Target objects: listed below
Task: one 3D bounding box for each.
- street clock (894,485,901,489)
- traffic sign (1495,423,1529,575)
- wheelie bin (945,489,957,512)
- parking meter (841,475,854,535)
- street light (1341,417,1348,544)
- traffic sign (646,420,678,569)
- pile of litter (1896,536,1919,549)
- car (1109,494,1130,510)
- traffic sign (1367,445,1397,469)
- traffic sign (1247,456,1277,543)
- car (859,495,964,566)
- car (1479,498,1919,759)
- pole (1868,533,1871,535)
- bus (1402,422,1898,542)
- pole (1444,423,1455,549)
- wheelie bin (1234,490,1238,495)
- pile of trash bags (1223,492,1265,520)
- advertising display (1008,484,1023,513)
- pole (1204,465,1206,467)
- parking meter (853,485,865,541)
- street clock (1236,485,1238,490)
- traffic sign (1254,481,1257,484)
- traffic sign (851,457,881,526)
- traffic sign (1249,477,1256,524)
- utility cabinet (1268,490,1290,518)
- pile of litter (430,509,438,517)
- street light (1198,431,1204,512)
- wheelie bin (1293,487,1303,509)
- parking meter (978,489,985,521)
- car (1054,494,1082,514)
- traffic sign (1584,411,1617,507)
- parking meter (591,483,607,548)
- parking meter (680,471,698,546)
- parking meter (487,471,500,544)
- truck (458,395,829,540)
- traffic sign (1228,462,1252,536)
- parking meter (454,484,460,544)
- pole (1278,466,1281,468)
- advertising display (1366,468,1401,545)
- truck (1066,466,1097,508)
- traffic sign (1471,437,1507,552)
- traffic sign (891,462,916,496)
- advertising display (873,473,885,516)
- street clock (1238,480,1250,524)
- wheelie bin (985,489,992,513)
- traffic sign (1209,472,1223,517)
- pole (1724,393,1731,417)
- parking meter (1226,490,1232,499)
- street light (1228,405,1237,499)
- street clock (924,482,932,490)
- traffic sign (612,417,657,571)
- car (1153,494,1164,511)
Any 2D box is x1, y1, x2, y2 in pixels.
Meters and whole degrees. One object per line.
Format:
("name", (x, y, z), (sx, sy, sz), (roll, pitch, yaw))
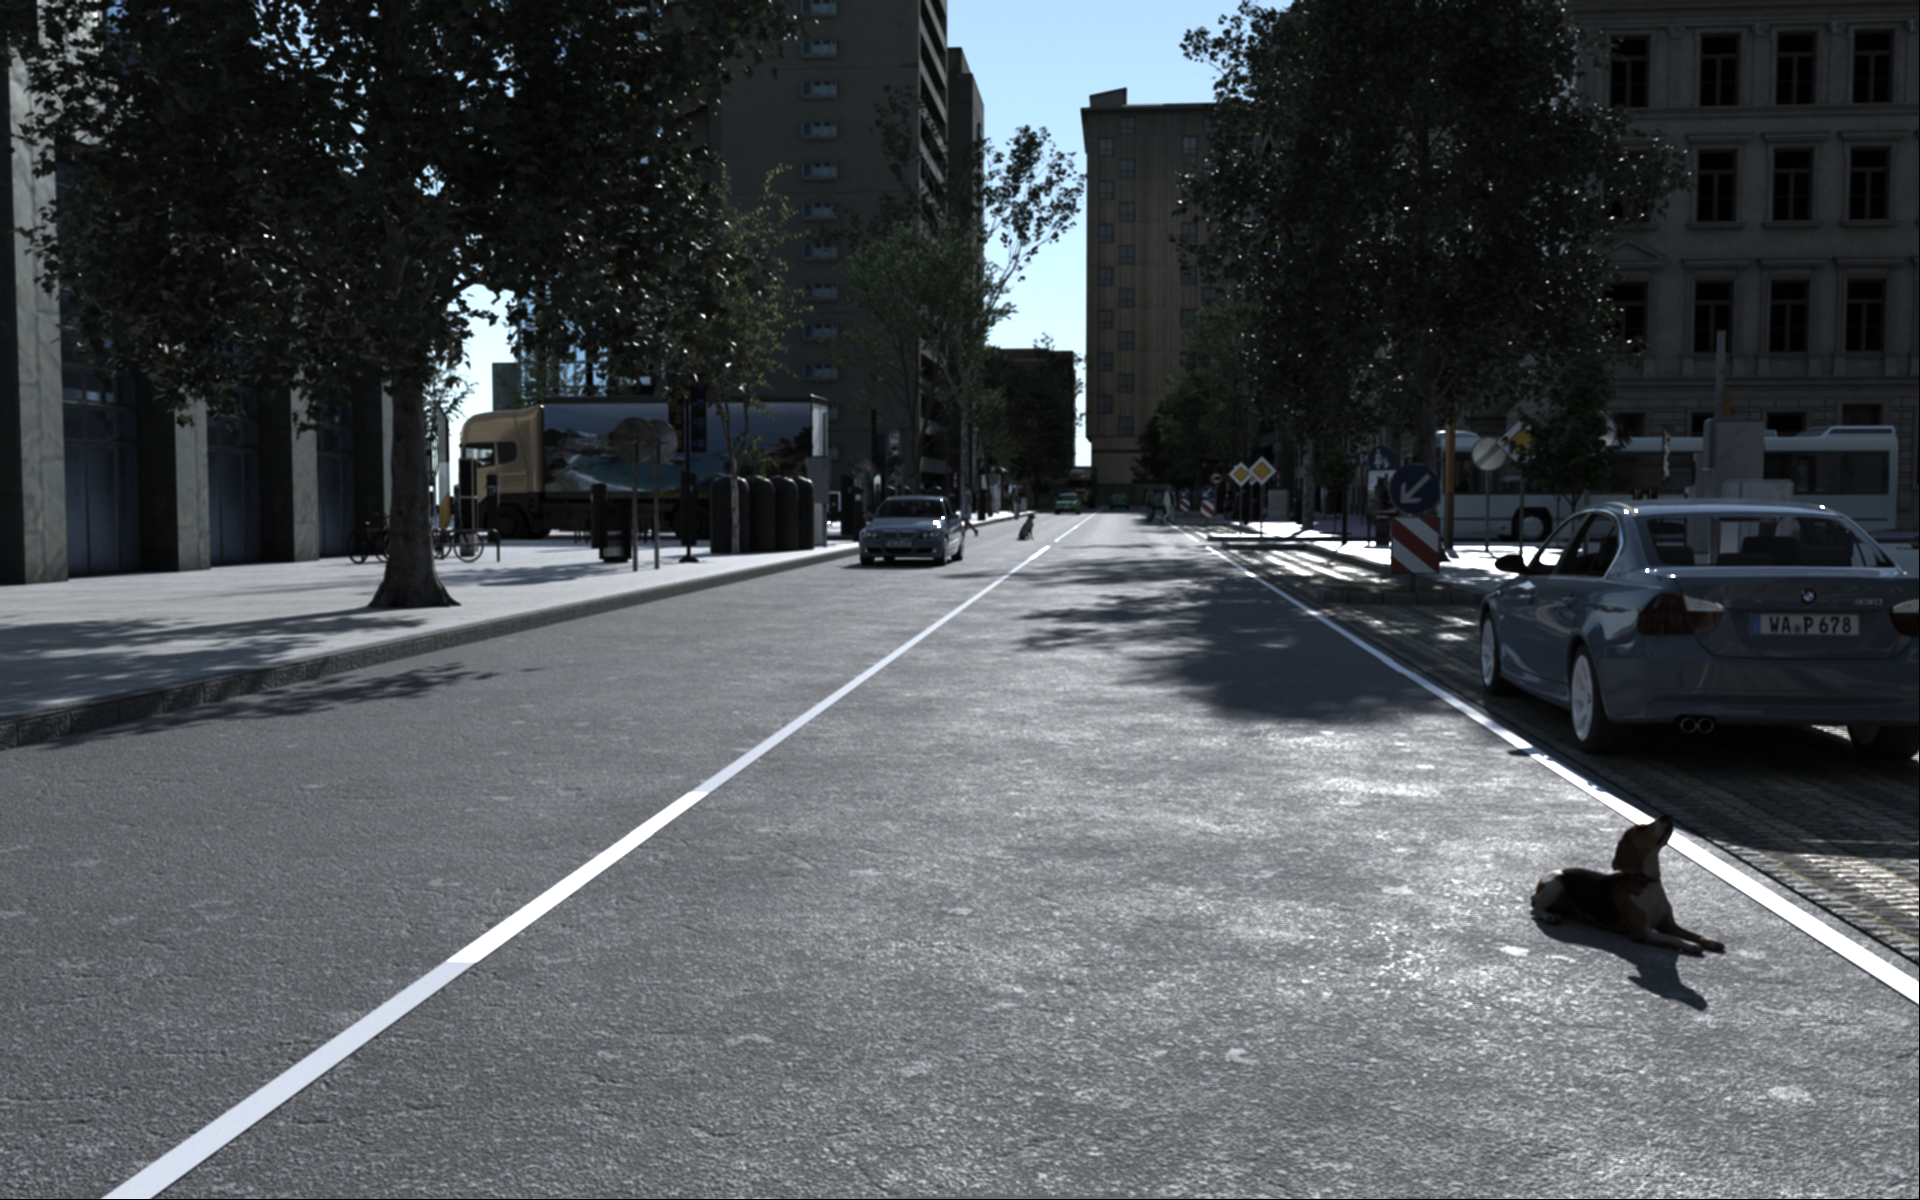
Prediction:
("street clock", (-3.683, -5.961, 102.032), (0.358, 2.002, 0.471), (2, 4, 32))
("traffic sign", (8.273, -1.487, 25.504), (0.795, 2.450, 0.064), (0, 4, 6))
("wheelie bin", (-0.633, -6.724, 117.853), (0.693, 1.594, 0.980), (-3, 5, -39))
("parking meter", (-3.489, -2.940, 53.774), (0.255, 1.863, 0.399), (3, 5, 44))
("street light", (9.864, -4.372, 44.268), (0.468, 5.910, 1.993), (0, 4, 5))
("traffic sign", (-5.198, -1.806, 29.636), (0.768, 2.556, 0.104), (1, 4, 10))
("pile of litter", (22.742, -1.615, 40.377), (1.719, 0.858, 1.176), (1, 4, 23))
("car", (14.866, -9.321, 161.198), (1.959, 1.807, 4.718), (0, 4, 5))
("traffic sign", (11.012, -2.764, 45.293), (0.768, 2.556, 0.104), (1, 4, 8))
("traffic sign", (7.884, -2.547, 45.294), (0.795, 2.450, 0.064), (0, 4, 5))
("car", (-0.950, -1.484, 36.269), (2.014, 1.417, 4.499), (0, 4, 7))
("car", (4.427, 0.080, 10.699), (2.014, 1.417, 4.499), (0, 4, 6))
("pole", (27.933, -3.634, 53.257), (0.158, 3.312, 0.155), (0, 3, 0))
("bus", (18.487, -3.250, 48.001), (13.247, 3.499, 2.948), (0, 4, 6))
("pole", (11.374, -2.837, 40.225), (0.158, 3.312, 0.155), (0, 3, 0))
("wheelie bin", (20.115, -7.161, 124.985), (0.693, 1.594, 0.980), (-2, 4, -27))
("pile of trash bags", (14.221, -4.745, 87.329), (1.912, 1.369, 3.447), (0, 4, 2))
("advertising display", (4.243, -7.598, 129.433), (0.974, 1.923, 0.123), (-2, 4, -28))
("pole", (17.405, -7.904, 123.078), (0.158, 3.312, 0.155), (0, 3, 0))
("parking meter", (-2.723, -2.365, 47.076), (0.372, 1.533, 0.369), (0, 3, 0))
("street clock", (16.880, -6.112, 104.497), (0.358, 2.002, 0.471), (3, 4, 37))
("traffic sign", (13.214, -4.729, 78.498), (0.795, 2.450, 0.064), (1, 4, 12))
("traffic sign", (-2.513, -2.608, 46.286), (0.795, 2.450, 0.064), (0, 4, 5))
("traffic sign", (12.639, -4.518, 75.056), (0.795, 2.450, 0.064), (1, 4, 14))
("utility cabinet", (16.581, -4.981, 90.111), (1.173, 1.500, 0.318), (3, 5, 44))
("pile of litter", (-30.671, -5.204, 99.043), (1.719, 0.858, 1.176), (0, 4, -1))
("street light", (17.639, -9.453, 127.344), (0.468, 5.910, 1.993), (0, 4, 5))
("wheelie bin", (16.395, -4.594, 83.026), (0.693, 1.594, 0.980), (-1, 4, -18))
("parking meter", (1.044, -4.604, 83.692), (0.372, 1.533, 0.369), (0, 3, 0))
("car", (7.735, -7.030, 123.744), (1.959, 1.807, 4.718), (0, 4, 6))
("traffic sign", (9.093, -1.530, 25.118), (0.768, 2.556, 0.104), (1, 4, 10))
("parking meter", (-8.567, -2.000, 41.113), (0.372, 1.533, 0.369), (0, 3, 0))
("parking meter", (-6.728, -2.283, 43.033), (0.399, 1.863, 0.255), (-1, 4, -16))
("parking meter", (-11.858, -2.344, 44.028), (0.255, 1.863, 0.399), (0, 4, -4))
("truck", (-9.584, -3.777, 50.670), (11.283, 4.237, 2.839), (0, 4, 7))
("traffic sign", (8.629, -3.034, 53.244), (0.795, 2.450, 0.064), (0, 4, 5))
("parking meter", (-12.855, -2.218, 44.669), (0.372, 1.533, 0.369), (0, 3, 0))
("pole", (23.275, -8.109, 126.420), (0.158, 3.312, 0.155), (0, 3, 0))
("advertising display", (10.658, -2.349, 43.626), (0.123, 1.923, 0.974), (-3, 5, -40))
("truck", (12.575, -11.529, 177.410), (2.839, 4.237, 11.283), (0, 4, 7))
("traffic sign", (11.768, -2.355, 38.603), (0.768, 2.556, 0.104), (1, 4, 10))
("traffic sign", (-1.767, -3.094, 54.236), (0.795, 2.450, 0.064), (0, 4, 5))
("advertising display", (-2.518, -2.968, 53.742), (0.123, 1.923, 0.974), (-1, 4, -17))
("street clock", (12.067, -4.190, 73.070), (0.358, 2.002, 0.471), (1, 4, 17))
("wheelie bin", (1.701, -6.548, 114.965), (0.980, 1.594, 0.693), (2, 4, 35))
("traffic sign", (14.596, -6.030, 98.690), (0.768, 2.556, 0.104), (0, 4, 7))
("pole", (15.465, -2.522, 35.085), (0.158, 3.312, 0.155), (0, 3, 0))
("parking meter", (16.179, -5.862, 104.261), (0.372, 1.533, 0.369), (0, 3, 0))
("street light", (14.224, -7.178, 90.153), (0.468, 5.910, 1.993), (0, 4, 5))
("street clock", (-1.948, -6.115, 104.553), (0.471, 2.002, 0.358), (-1, 4, -9))
("traffic sign", (-5.391, -1.748, 28.694), (0.768, 2.556, 0.104), (0, 4, 6))
("car", (17.070, -8.387, 145.925), (1.959, 1.807, 4.718), (0, 4, 6))
